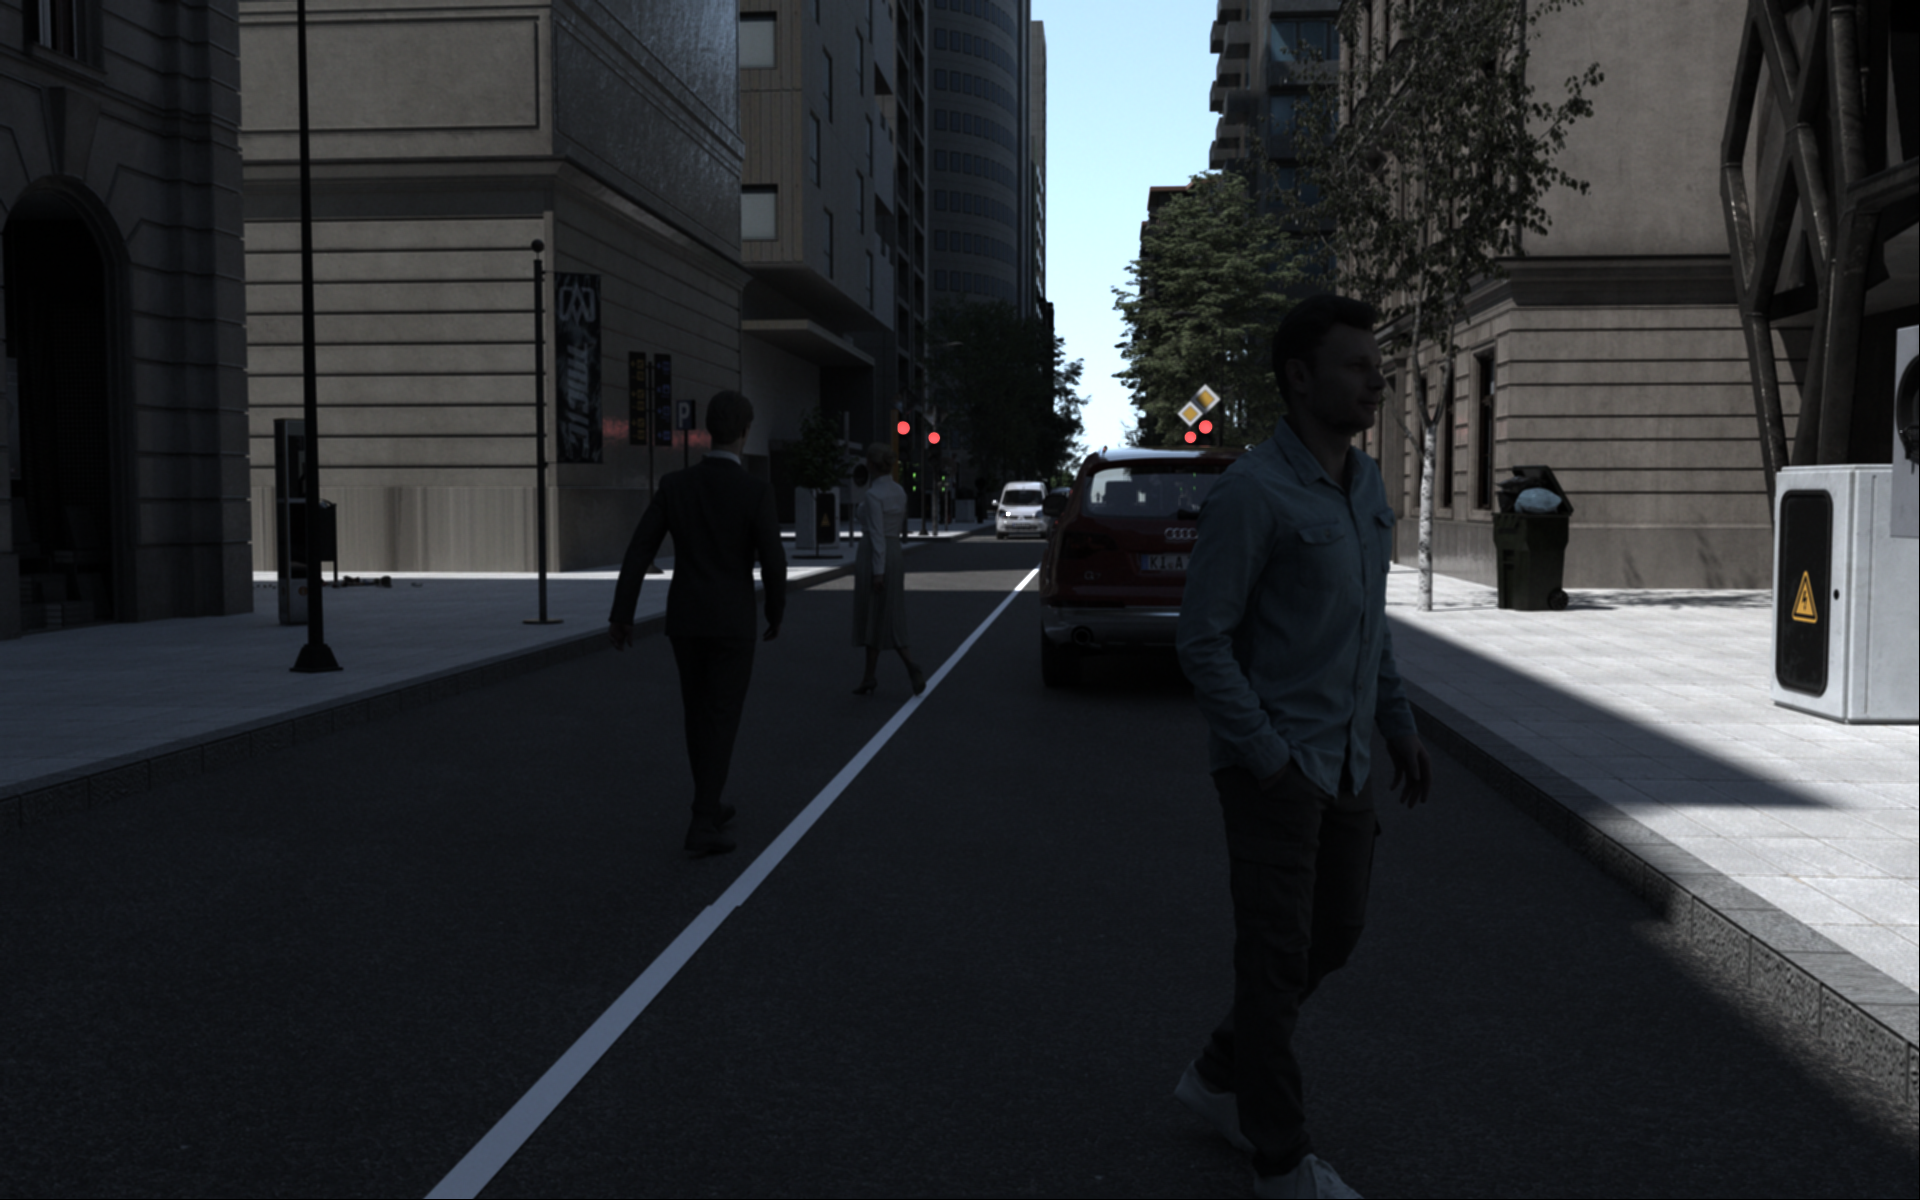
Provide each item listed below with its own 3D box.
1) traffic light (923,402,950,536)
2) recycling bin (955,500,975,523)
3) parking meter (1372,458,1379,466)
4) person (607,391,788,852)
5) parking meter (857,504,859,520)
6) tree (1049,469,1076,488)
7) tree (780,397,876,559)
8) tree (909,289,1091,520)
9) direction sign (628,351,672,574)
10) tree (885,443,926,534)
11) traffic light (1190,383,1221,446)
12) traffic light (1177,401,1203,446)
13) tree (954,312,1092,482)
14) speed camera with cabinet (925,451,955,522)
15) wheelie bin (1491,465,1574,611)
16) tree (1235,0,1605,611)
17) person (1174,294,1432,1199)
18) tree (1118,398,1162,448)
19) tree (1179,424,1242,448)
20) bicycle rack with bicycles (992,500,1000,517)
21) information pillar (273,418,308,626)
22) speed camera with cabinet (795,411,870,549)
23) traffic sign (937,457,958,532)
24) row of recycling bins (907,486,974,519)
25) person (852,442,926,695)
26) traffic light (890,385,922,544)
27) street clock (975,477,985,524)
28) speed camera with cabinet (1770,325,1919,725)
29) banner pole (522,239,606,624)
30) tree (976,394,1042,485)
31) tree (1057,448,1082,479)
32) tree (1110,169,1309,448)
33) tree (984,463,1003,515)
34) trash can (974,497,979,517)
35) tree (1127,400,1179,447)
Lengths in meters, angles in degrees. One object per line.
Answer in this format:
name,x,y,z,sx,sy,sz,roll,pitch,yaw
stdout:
traffic light,-0.740,-3.905,52.760,0.839,4.253,0.868,0,4,5
recycling bin,0.223,-4.011,78.141,0.722,1.027,0.722,1,4,23
parking meter,6.568,-1.364,28.017,0.255,1.863,0.399,3,4,39
person,-0.995,0.072,7.093,0.659,1.850,0.755,1,4,15
parking meter,-4.897,-4.698,85.229,0.372,1.533,0.369,0,3,0
tree,14.938,-15.861,243.039,4.285,4.588,4.351,0,3,0
tree,-2.732,-2.447,34.613,1.663,3.219,1.824,0,3,0
tree,1.214,-9.894,87.518,9.928,11.665,9.643,0,3,0
direction sign,-4.975,-2.193,27.860,0.379,3.537,0.876,3,4,39
tree,-2.167,-3.774,56.303,1.663,3.219,1.824,0,3,0
traffic light,6.220,-3.379,44.174,0.839,4.253,0.868,0,4,5
traffic light,6.895,-3.866,52.130,0.839,4.253,0.868,0,4,5
tree,4.087,-13.108,120.978,9.857,13.997,8.962,0,3,0
speed camera with cabinet,-0.970,-5.213,79.569,0.660,3.252,2.038,-2,4,-30
wheelie bin,6.316,-0.688,19.152,0.693,1.594,0.980,-1,4,-17
tree,5.104,-4.197,18.981,4.360,8.622,3.978,0,3,0
person,0.664,0.302,3.581,0.620,1.820,0.660,3,5,39
tree,14.189,-11.127,132.290,4.737,8.622,4.395,0,3,0
tree,10.085,-5.369,71.492,4.285,4.588,4.351,0,3,0
bicycle rack with bicycles,1.502,-5.237,99.002,2.852,0.926,2.925,1,4,15
information pillar,-6.501,-0.763,16.975,0.304,2.012,0.304,-3,5,-39
speed camera with cabinet,-2.998,-2.849,40.909,0.660,3.252,2.038,3,4,38
traffic sign,-0.466,-3.614,59.203,0.768,2.556,0.104,1,4,10
row of recycling bins,-1.033,-5.152,91.354,3.534,1.692,1.069,0,4,-6
person,-0.506,-0.218,12.291,0.641,1.798,0.478,3,5,43
traffic light,-1.415,-3.418,44.803,0.839,4.253,0.868,0,4,5
street clock,0.877,-4.339,75.508,0.358,2.002,0.471,3,5,41
speed camera with cabinet,5.173,-0.925,9.453,0.660,3.252,2.038,0,4,2
banner pole,-3.947,-1.665,17.240,0.863,3.779,0.401,-2,4,-28
tree,3.257,-9.934,112.785,4.737,8.622,4.395,0,3,0
tree,17.303,-21.539,286.574,8.767,10.594,7.601,-1,4,-19
tree,8.783,-8.764,61.418,7.486,12.596,7.792,0,3,0
tree,1.872,-6.930,107.899,1.663,3.219,1.824,0,3,0
trash can,0.728,-5.162,96.046,0.748,1.137,0.748,0,3,0
tree,13.726,-10.319,119.070,4.360,8.622,3.978,0,3,0
